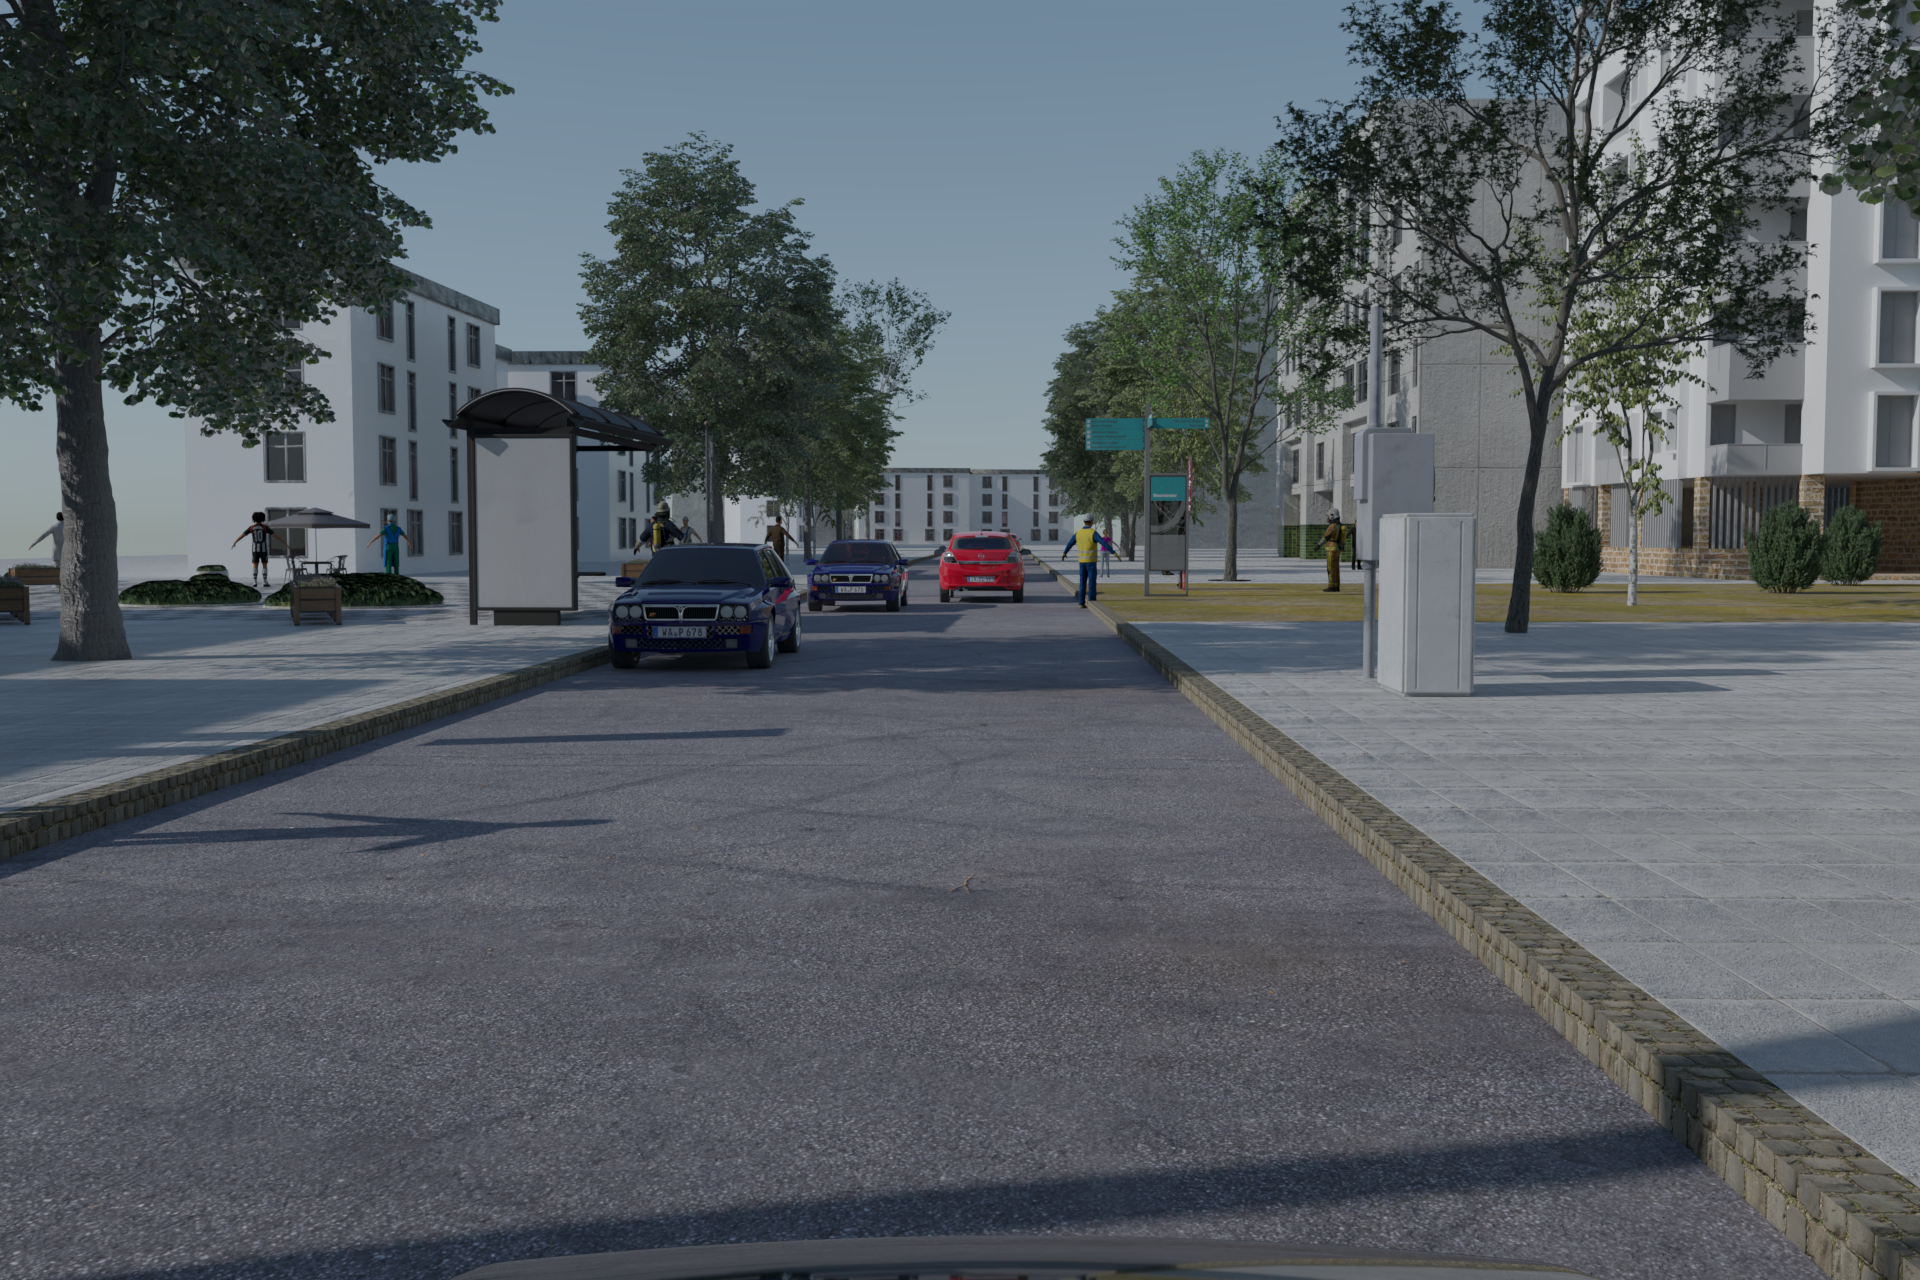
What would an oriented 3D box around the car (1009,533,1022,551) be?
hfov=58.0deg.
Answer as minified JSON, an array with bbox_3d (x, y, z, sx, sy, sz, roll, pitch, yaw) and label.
[{"bbox_3d":[3.556,-7.378,129.668,2.155,1.783,4.494,0,4,0],"label":"car"}]

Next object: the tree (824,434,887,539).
[{"bbox_3d":[-7.027,-9.410,104.218,4.360,8.622,3.978,0,3,0],"label":"tree"}]

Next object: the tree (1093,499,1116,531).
[{"bbox_3d":[9.911,-10.687,125.099,4.360,8.622,3.978,0,3,0],"label":"tree"}]

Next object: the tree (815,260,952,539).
[{"bbox_3d":[-7.255,-16.151,119.959,12.611,20.169,13.585,0,3,0],"label":"tree"}]

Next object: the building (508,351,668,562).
[{"bbox_3d":[-20.282,-9.262,93.578,9.099,9.664,28.070,0,4,1],"label":"building"}]

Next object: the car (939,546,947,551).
[{"bbox_3d":[0.402,-2.542,53.360,2.131,1.459,4.920,0,4,1],"label":"car"}]

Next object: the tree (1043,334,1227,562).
[{"bbox_3d":[8.069,-8.925,80.329,8.767,10.594,7.601,-1,4,-12],"label":"tree"}]

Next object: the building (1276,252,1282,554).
[{"bbox_3d":[25.144,-15.414,108.433,16.016,20.090,11.380,0,4,1],"label":"building"}]

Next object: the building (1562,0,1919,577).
[{"bbox_3d":[26.693,-12.457,60.097,16.016,20.090,11.380,0,4,1],"label":"building"}]

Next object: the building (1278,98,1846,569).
[{"bbox_3d":[25.594,-13.002,79.046,16.747,18.905,31.486,0,4,1],"label":"building"}]

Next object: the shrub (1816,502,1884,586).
[{"bbox_3d":[22.029,-2.382,42.982,1.661,2.075,1.752,0,3,0],"label":"shrub"}]

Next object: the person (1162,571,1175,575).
[{"bbox_3d":[6.466,-2.918,53.835,0.705,1.813,1.348,3,4,36],"label":"person"}]

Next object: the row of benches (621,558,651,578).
[{"bbox_3d":[-7.990,-1.810,45.063,1.422,0.672,4.104,0,4,5],"label":"row of benches"}]

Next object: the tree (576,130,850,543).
[{"bbox_3d":[-7.771,-9.098,55.405,9.857,13.997,8.962,0,3,0],"label":"tree"}]

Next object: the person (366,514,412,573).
[{"bbox_3d":[-15.432,-2.498,46.971,0.704,1.817,1.347,3,5,41],"label":"person"}]

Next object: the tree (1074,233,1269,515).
[{"bbox_3d":[8.101,-9.055,66.182,7.486,12.596,7.792,0,3,0],"label":"tree"}]

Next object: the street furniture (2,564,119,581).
[{"bbox_3d":[-27.943,-1.832,45.573,10.072,0.657,5.734,1,4,12],"label":"street furniture"}]

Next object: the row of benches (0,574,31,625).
[{"bbox_3d":[-14.388,-0.638,25.897,1.422,0.672,4.104,-2,4,-31],"label":"row of benches"}]

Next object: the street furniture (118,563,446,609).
[{"bbox_3d":[-13.031,-1.126,34.029,5.734,0.657,10.072,-1,4,-16],"label":"street furniture"}]

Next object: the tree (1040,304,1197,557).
[{"bbox_3d":[9.032,-11.511,94.852,9.857,13.997,8.962,0,3,0],"label":"tree"}]

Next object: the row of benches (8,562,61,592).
[{"bbox_3d":[-21.192,-1.297,36.671,4.104,0.672,1.422,-3,5,-40],"label":"row of benches"}]

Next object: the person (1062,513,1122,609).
[{"bbox_3d":[2.483,-1.523,33.322,1.349,1.833,0.705,3,4,37],"label":"person"}]

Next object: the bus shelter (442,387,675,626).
[{"bbox_3d":[-6.000,-2.006,26.725,2.014,3.302,5.546,0,4,3],"label":"bus shelter"}]

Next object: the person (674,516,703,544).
[{"bbox_3d":[-8.745,-3.014,55.142,1.347,1.847,0.705,1,4,19],"label":"person"}]

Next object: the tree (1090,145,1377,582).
[{"bbox_3d":[7.347,-7.394,46.646,9.928,11.665,9.643,0,3,0],"label":"tree"}]

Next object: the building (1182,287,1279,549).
[{"bbox_3d":[27.372,-19.978,157.571,19.493,23.208,18.063,0,4,2],"label":"building"}]

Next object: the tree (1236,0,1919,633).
[{"bbox_3d":[7.369,-5.351,21.899,8.767,10.594,7.601,-2,4,-26],"label":"tree"}]

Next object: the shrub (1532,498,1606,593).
[{"bbox_3d":[13.231,-2.063,37.775,1.661,2.075,1.752,0,3,0],"label":"shrub"}]

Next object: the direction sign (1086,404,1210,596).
[{"bbox_3d":[3.824,-2.830,35.033,2.525,3.948,1.411,0,4,2],"label":"direction sign"}]

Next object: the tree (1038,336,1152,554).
[{"bbox_3d":[9.349,-12.403,109.439,9.857,13.997,8.962,0,3,0],"label":"tree"}]

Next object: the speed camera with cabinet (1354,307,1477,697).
[{"bbox_3d":[3.800,-1.235,14.524,0.660,3.252,2.038,0,4,2],"label":"speed camera with cabinet"}]

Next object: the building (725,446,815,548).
[{"bbox_3d":[-18.550,-13.847,168.539,9.099,9.664,28.070,0,4,2],"label":"building"}]

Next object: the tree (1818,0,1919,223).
[{"bbox_3d":[6.887,-6.127,6.840,9.857,13.997,8.962,0,3,0],"label":"tree"}]

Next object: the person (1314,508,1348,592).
[{"bbox_3d":[8.265,-1.998,38.430,0.705,1.858,1.354,3,4,37],"label":"person"}]

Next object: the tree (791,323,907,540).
[{"bbox_3d":[-6.705,-10.731,93.574,7.486,12.596,7.792,0,3,0],"label":"tree"}]

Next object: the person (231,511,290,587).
[{"bbox_3d":[-16.948,-2.189,41.939,1.345,1.843,0.704,-1,4,-11],"label":"person"}]

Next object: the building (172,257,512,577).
[{"bbox_3d":[-21.697,-7.508,64.907,9.099,9.664,28.070,0,4,2],"label":"building"}]

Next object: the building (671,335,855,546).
[{"bbox_3d":[-22.030,-22.426,197.594,19.493,23.208,18.063,0,4,1],"label":"building"}]

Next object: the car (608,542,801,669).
[{"bbox_3d":[-2.832,-0.434,19.682,1.945,1.354,3.894,0,4,1],"label":"car"}]

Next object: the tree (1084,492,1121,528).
[{"bbox_3d":[19.426,-18.446,219.715,7.486,12.596,7.792,0,3,0],"label":"tree"}]

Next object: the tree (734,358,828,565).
[{"bbox_3d":[-7.094,-7.404,71.418,4.360,8.622,3.978,0,3,0],"label":"tree"}]

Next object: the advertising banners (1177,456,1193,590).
[{"bbox_3d":[5.150,-2.659,39.670,0.090,3.025,2.074,0,3,0],"label":"advertising banners"}]

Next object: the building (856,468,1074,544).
[{"bbox_3d":[0.695,-16.872,220.456,28.070,9.664,9.099,0,4,-6],"label":"building"}]

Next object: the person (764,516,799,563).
[{"bbox_3d":[-5.358,-2.770,51.430,1.346,1.812,0.704,3,4,36],"label":"person"}]

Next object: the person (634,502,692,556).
[{"bbox_3d":[-5.271,-1.537,30.906,1.354,1.856,0.705,1,4,21],"label":"person"}]

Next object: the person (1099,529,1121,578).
[{"bbox_3d":[4.258,-2.552,50.998,0.991,1.433,0.599,0,4,-5],"label":"person"}]

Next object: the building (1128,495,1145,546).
[{"bbox_3d":[28.514,-22.347,196.301,19.493,23.208,18.063,0,4,2],"label":"building"}]

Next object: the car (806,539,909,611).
[{"bbox_3d":[-1.931,-1.267,33.298,1.945,1.354,3.894,0,4,1],"label":"car"}]

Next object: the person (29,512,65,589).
[{"bbox_3d":[-21.230,-2.124,40.913,1.347,1.806,0.705,-3,5,-39],"label":"person"}]

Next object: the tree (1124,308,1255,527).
[{"bbox_3d":[7.586,-6.546,57.386,4.737,8.622,4.395,0,3,0],"label":"tree"}]

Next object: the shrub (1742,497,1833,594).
[{"bbox_3d":[17.864,-2.042,37.425,1.661,2.075,1.752,0,3,0],"label":"shrub"}]

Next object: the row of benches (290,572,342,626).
[{"bbox_3d":[-9.767,-0.656,26.188,1.422,0.672,4.104,-1,4,-22],"label":"row of benches"}]

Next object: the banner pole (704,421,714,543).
[{"bbox_3d":[-5.574,-2.971,38.594,0.401,3.779,0.863,0,4,3],"label":"banner pole"}]

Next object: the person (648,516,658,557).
[{"bbox_3d":[-8.879,-2.700,50.340,0.705,1.806,1.347,-1,4,-15],"label":"person"}]

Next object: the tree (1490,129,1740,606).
[{"bbox_3d":[11.834,-4.917,30.749,4.737,8.622,4.395,0,3,0],"label":"tree"}]

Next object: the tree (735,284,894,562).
[{"bbox_3d":[-6.890,-9.817,78.639,7.486,12.596,7.792,0,3,0],"label":"tree"}]

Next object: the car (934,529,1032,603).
[{"bbox_3d":[0.489,-1.755,37.738,2.155,1.783,4.494,0,4,1],"label":"car"}]

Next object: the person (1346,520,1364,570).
[{"bbox_3d":[14.212,-3.408,61.942,1.346,1.802,0.704,-1,4,-19],"label":"person"}]

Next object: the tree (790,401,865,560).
[{"bbox_3d":[-6.982,-8.267,85.522,4.737,8.622,4.395,0,3,0],"label":"tree"}]

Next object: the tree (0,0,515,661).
[{"bbox_3d":[-8.880,-6.764,17.251,9.857,13.997,8.962,0,3,0],"label":"tree"}]
